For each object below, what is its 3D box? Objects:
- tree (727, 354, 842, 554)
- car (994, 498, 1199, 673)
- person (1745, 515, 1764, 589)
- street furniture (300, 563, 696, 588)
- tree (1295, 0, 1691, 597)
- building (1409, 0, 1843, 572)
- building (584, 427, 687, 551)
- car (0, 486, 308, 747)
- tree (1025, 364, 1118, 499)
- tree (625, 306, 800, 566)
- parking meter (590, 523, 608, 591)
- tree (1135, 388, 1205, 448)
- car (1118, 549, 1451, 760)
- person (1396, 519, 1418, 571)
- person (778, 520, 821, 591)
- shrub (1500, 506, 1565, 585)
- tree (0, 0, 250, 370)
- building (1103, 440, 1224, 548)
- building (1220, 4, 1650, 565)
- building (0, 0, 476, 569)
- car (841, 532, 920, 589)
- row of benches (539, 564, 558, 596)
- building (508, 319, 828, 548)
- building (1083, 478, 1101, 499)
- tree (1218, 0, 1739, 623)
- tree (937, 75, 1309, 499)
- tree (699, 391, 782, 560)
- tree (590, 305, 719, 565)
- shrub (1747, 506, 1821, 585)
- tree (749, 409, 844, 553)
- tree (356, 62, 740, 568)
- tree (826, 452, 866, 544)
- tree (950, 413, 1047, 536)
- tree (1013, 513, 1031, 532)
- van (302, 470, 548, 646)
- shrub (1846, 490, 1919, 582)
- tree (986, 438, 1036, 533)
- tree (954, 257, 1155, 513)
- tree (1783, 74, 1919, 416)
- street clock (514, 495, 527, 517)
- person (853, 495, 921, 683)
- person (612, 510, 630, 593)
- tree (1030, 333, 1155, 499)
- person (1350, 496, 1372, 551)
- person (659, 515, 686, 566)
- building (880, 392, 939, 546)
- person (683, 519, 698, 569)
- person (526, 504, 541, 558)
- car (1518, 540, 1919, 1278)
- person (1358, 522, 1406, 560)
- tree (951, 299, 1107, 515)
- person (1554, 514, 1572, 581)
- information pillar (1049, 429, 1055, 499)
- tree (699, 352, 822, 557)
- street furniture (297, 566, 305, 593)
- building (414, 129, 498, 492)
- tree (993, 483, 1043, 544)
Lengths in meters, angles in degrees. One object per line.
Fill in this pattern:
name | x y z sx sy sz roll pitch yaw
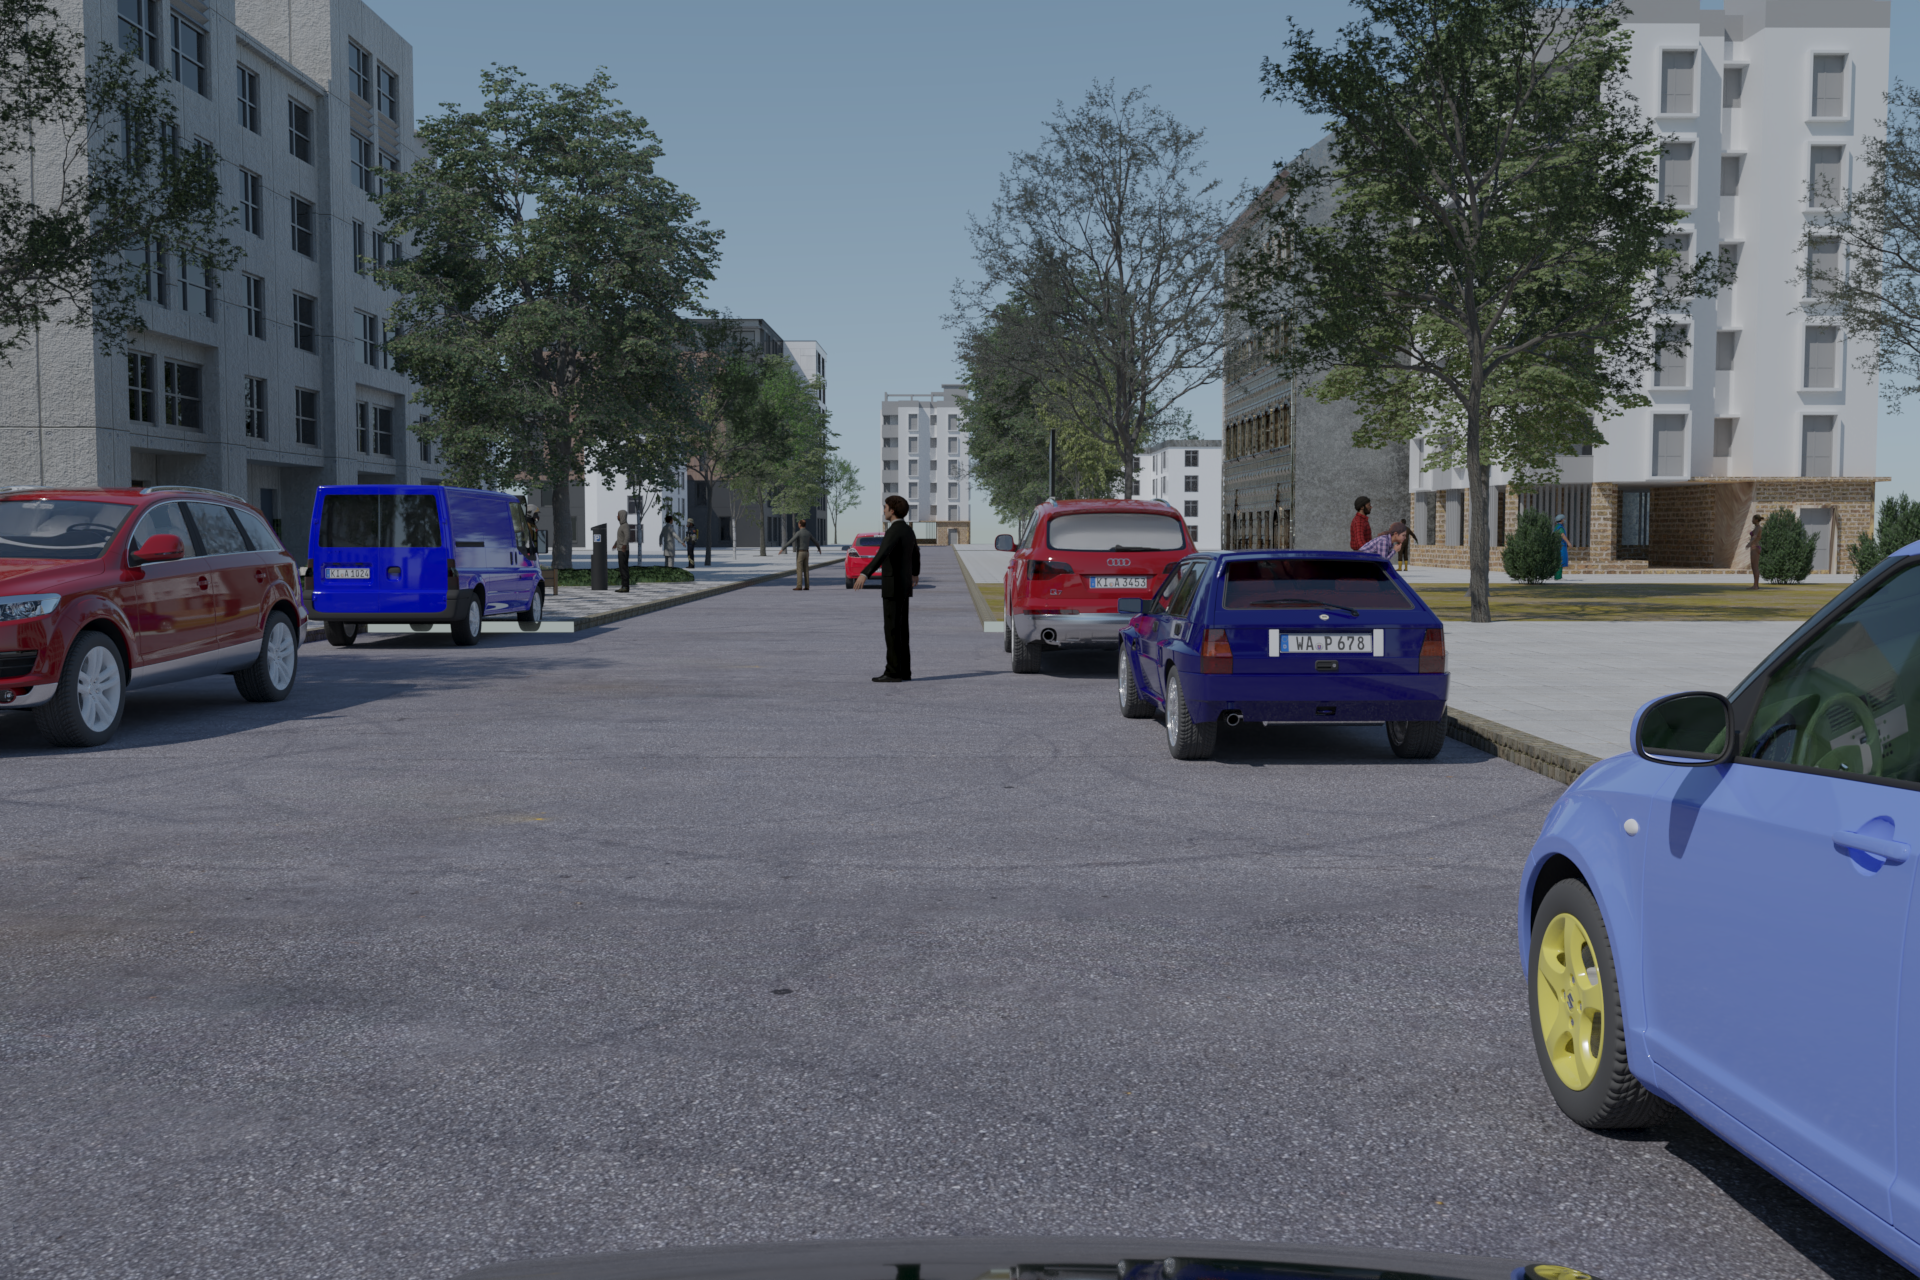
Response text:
tree | -11.288 -11.710 109.591 7.486 12.596 7.792 0 3 0
car | 1.538 -0.652 19.339 2.281 1.827 5.304 0 3 0
person | 18.382 -2.043 40.204 0.721 1.733 1.217 2 4 32
street furniture | -11.626 -1.704 43.485 10.072 0.657 5.734 -1 4 -13
tree | 10.701 -7.176 35.462 7.486 12.596 7.792 0 3 0
building | 23.069 -12.908 67.474 16.016 20.090 11.380 0 4 -1
building | -27.897 -12.658 149.104 9.099 9.664 28.070 0 4 -1
car | -6.811 -0.285 13.328 2.281 1.827 5.304 0 3 0
tree | 5.367 -7.343 70.421 4.360 8.622 3.978 0 3 0
tree | -9.934 -8.301 70.138 7.601 10.594 8.767 -2 4 -30
parking meter | -8.210 -1.895 39.401 0.372 1.533 0.369 0 3 0
tree | 25.056 -22.275 220.083 12.611 20.169 13.585 0 3 0
car | 2.157 0.013 12.368 1.945 1.354 3.894 0 4 -2
person | 15.269 -3.279 59.756 1.346 1.812 0.704 -1 4 -18
person | -4.015 -2.156 43.986 1.348 1.796 0.705 -3 5 -43
shrub | 14.552 -2.424 44.052 1.690 2.028 1.600 0 3 0
tree | -13.537 -5.386 22.470 8.767 10.594 7.601 -1 4 -12
building | 19.201 -13.825 168.180 9.099 9.664 28.070 0 3 0
building | 22.966 -15.265 80.511 19.493 23.208 18.063 0 4 -1
building | -28.140 -11.519 54.787 16.747 18.905 31.486 0 4 0
car | -2.149 -2.310 46.802 2.155 1.783 4.494 0 4 -1
row of benches | -9.998 -1.326 37.144 4.104 0.672 1.422 3 5 42
building | -29.112 -20.599 180.770 27.936 21.610 32.646 0 4 0
building | 17.639 -15.678 198.478 9.099 9.664 28.070 0 4 -1
tree | 7.229 -5.535 24.907 7.601 10.594 8.767 1 4 10
tree | 4.494 -8.322 46.440 12.009 13.543 11.850 0 3 0
tree | -11.381 -8.300 86.060 4.360 8.622 3.978 0 3 0
tree | -10.238 -6.466 56.076 4.737 8.622 4.395 0 3 0
shrub | 20.881 -2.416 43.917 1.690 2.028 1.600 0 3 0
tree | -11.750 -11.348 119.947 8.767 10.594 7.601 3 4 39
tree | -10.786 -8.531 46.137 9.857 13.997 8.962 0 3 0
tree | -16.066 -18.072 221.229 9.928 11.665 9.643 0 3 0
tree | 4.807 -13.410 129.630 12.009 13.543 11.850 0 3 0
tree | 7.976 -16.653 222.630 4.737 8.622 4.395 0 3 0
van | -7.162 -1.191 23.863 2.240 2.365 5.245 0 4 0
shrub | 15.955 -1.527 29.382 1.690 2.028 1.600 0 3 0
tree | 4.185 -9.627 107.771 4.360 8.622 3.978 0 3 0
tree | 4.505 -10.533 78.865 9.857 13.997 8.962 0 3 0
tree | 22.599 -7.691 36.112 12.009 13.543 11.850 0 3 0
street clock | -8.194 -1.688 32.165 0.358 2.002 0.471 0 4 1
person | -0.645 -0.501 16.842 0.705 1.806 1.347 1 4 22
person | -7.395 -1.943 37.900 0.705 1.813 1.348 -1 4 -21
tree | 4.515 -6.813 61.757 4.737 8.622 4.395 0 3 0
person | 5.698 -1.121 24.435 0.704 1.816 1.345 1 4 15
person | -8.168 -2.610 48.853 0.705 1.806 1.347 -3 5 -41
building | -9.874 -22.283 223.203 11.380 20.090 16.016 1 4 8
person | -10.006 -3.572 64.185 0.705 1.856 1.354 -2 4 -25
person | -8.314 -1.709 33.714 0.705 1.858 1.354 0 4 -1
car | 2.333 0.396 3.123 1.945 1.707 3.694 0 4 -2
person | 5.197 -0.753 21.584 0.697 1.427 0.421 1 4 17
tree | 4.281 -11.361 92.401 9.857 13.997 8.962 0 3 0
person | 16.410 -2.517 47.283 0.704 1.817 1.347 0 4 4
information pillar | 2.066 -2.903 38.823 0.183 3.616 0.504 0 4 -2
tree | -11.462 -10.605 99.150 9.928 11.665 9.643 0 3 0
street furniture | -17.251 -1.225 35.658 10.072 0.657 5.734 -1 4 -9
building | -30.377 -13.818 82.349 16.016 20.090 11.380 0 4 0
tree | 7.858 -18.209 215.837 7.486 12.596 7.792 0 3 0
